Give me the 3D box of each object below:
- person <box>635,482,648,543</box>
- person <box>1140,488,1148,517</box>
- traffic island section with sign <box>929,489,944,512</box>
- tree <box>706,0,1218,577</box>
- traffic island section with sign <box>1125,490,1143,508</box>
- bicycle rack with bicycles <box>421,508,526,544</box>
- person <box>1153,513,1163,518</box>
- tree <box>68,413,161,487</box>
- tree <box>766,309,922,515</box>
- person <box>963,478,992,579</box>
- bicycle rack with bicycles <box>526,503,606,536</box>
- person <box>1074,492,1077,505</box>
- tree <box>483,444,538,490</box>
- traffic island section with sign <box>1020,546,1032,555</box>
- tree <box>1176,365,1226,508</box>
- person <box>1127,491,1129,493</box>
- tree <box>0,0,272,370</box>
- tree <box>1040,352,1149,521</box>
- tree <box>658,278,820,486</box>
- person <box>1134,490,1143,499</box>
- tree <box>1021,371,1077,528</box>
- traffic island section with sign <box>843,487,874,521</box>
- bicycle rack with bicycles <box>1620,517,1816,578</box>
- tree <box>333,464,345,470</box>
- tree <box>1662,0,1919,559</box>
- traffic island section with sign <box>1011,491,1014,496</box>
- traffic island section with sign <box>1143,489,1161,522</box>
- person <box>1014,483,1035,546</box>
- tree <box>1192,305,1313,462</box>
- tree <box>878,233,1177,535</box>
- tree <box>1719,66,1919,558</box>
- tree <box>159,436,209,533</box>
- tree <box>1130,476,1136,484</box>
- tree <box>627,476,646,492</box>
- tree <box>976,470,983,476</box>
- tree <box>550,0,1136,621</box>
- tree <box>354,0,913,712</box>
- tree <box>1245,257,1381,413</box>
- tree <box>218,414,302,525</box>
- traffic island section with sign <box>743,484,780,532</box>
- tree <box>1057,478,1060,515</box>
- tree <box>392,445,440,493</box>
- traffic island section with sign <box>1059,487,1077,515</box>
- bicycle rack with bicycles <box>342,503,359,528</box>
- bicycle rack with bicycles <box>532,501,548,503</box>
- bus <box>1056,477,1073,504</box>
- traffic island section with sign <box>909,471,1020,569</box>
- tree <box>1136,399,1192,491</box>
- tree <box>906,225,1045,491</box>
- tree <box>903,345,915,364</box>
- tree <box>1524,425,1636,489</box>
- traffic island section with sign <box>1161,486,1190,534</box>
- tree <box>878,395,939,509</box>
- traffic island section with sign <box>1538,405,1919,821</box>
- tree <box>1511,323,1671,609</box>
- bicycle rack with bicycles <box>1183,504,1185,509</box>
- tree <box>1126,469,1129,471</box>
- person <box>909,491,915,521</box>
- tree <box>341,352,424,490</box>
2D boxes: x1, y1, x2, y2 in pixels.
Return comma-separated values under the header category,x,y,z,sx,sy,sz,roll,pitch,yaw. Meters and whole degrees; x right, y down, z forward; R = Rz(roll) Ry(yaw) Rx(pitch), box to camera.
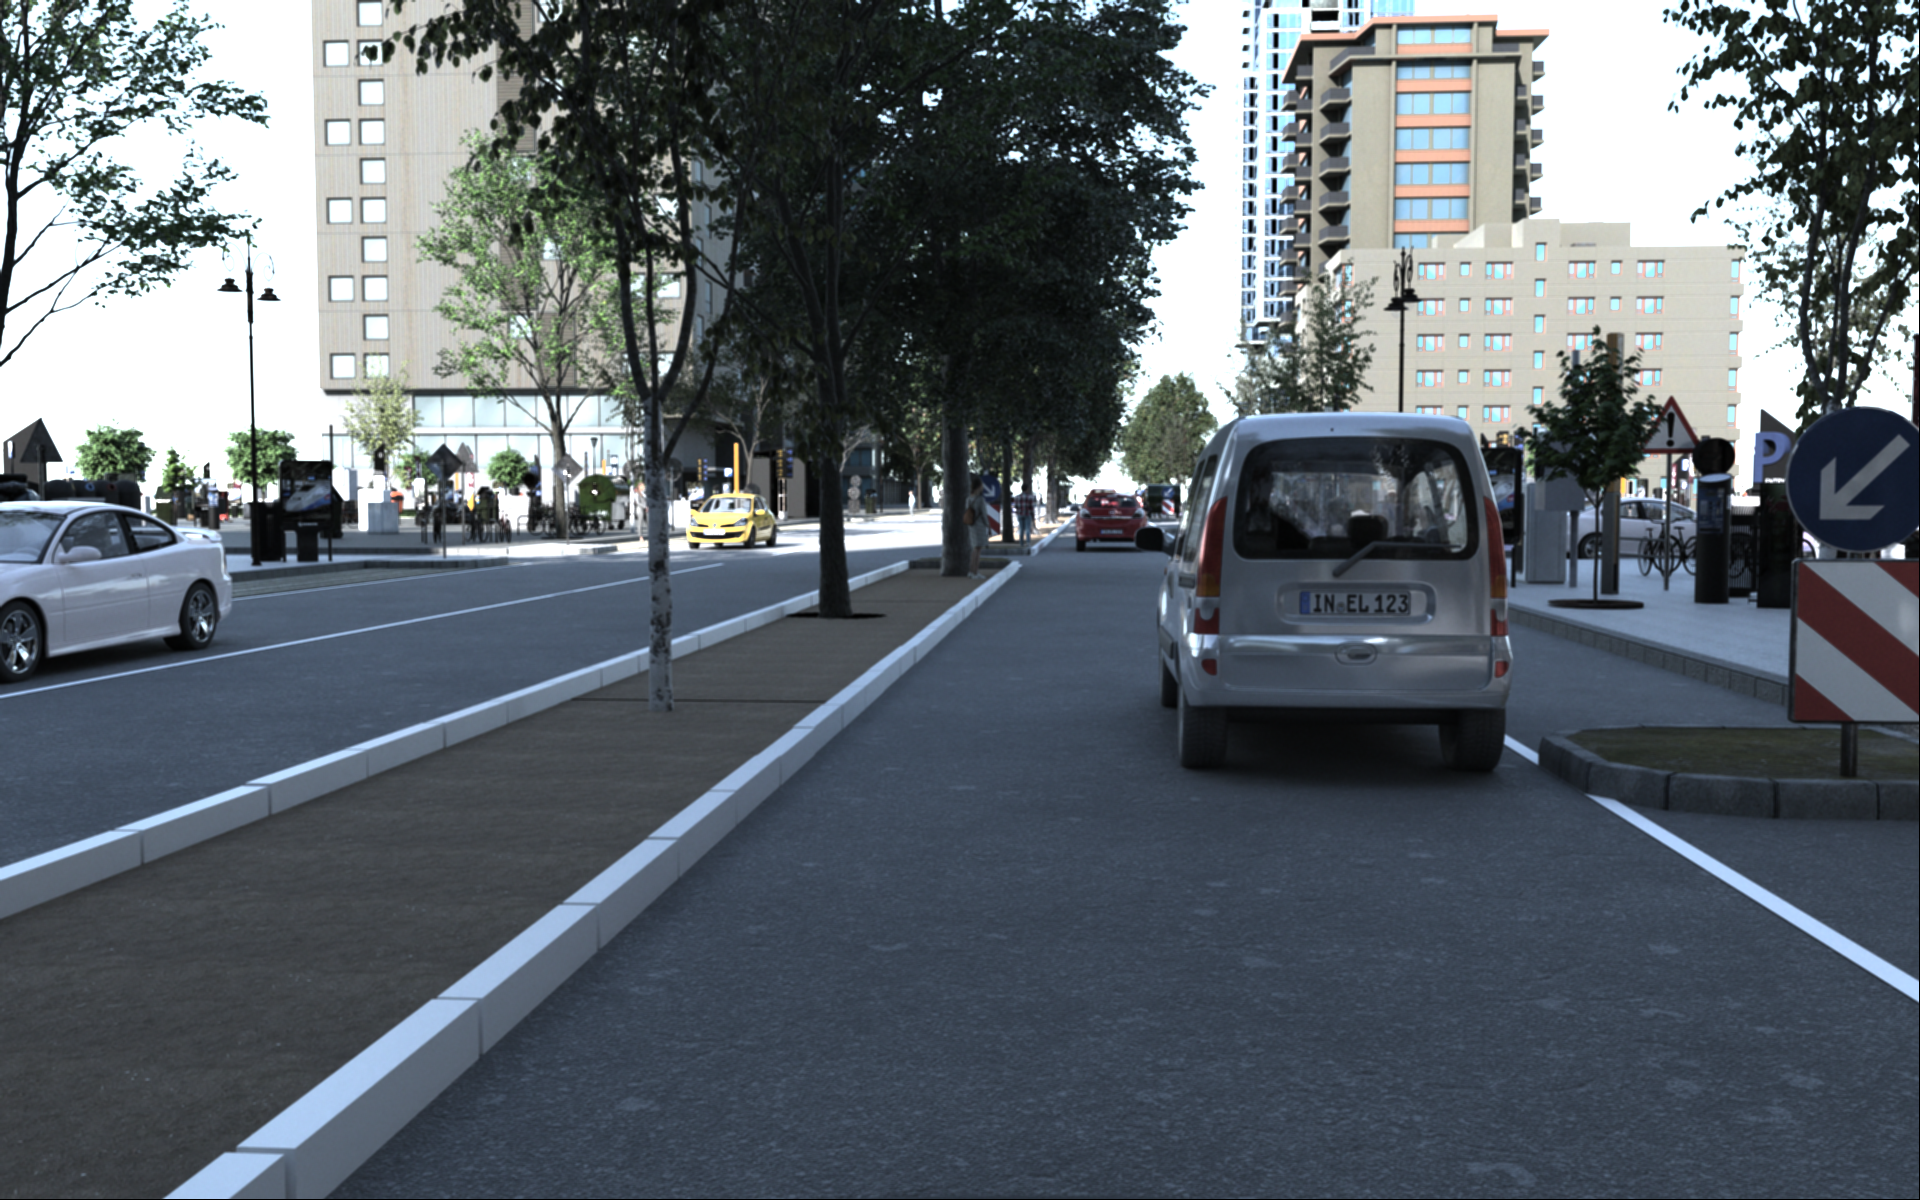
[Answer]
category,x,y,z,sx,sy,sz,roll,pitch,yaw
person,-9.233,-2.579,50.933,0.573,1.790,0.520,1,4,13
person,11.755,-6.238,110.401,0.836,1.842,0.656,2,4,25
traffic island section with sign,-1.451,-8.168,142.177,1.989,1.847,2.006,0,4,5
tree,-0.013,-7.371,29.621,9.857,13.997,8.962,0,3,0
traffic island section with sign,17.048,-9.702,167.249,1.989,1.847,2.006,0,4,5
bicycle rack with bicycles,-13.139,-1.986,45.856,2.852,0.926,2.925,-1,4,-19
person,11.910,-5.937,104.938,0.474,1.900,0.648,-3,5,-45
tree,-34.447,-5.311,70.554,4.285,4.588,4.351,0,3,0
tree,-7.412,-12.054,107.446,12.009,13.543,11.850,0,3,0
person,0.283,-1.200,29.120,0.522,1.701,0.512,-3,5,-44
bicycle rack with bicycles,-12.331,-2.488,54.063,2.852,0.926,2.925,3,5,45
person,14.712,-12.825,219.655,0.593,1.643,0.415,1,4,21
tree,-28.966,-7.789,111.061,4.285,4.588,4.351,0,3,0
traffic island section with sign,0.697,-2.028,41.288,2.006,1.907,1.989,0,4,5
tree,19.475,-14.512,154.286,9.611,12.733,9.660,0,3,0
person,10.956,-6.288,113.117,0.589,1.601,0.330,-3,4,-36
tree,-13.405,-5.970,23.366,9.928,11.665,9.643,0,3,0
tree,4.888,-11.014,92.901,12.009,13.543,11.850,0,3,0
tree,-9.356,-8.637,75.628,8.767,10.594,7.601,0,4,-4
person,12.257,-6.837,121.005,1.217,1.743,0.721,0,4,-2
tree,3.343,-7.363,73.209,4.360,8.622,3.978,0,3,0
traffic island section with sign,-5.605,-5.072,91.550,1.989,1.847,2.006,0,4,5
bicycle rack with bicycles,11.379,-0.822,26.828,2.852,0.926,2.925,0,4,-5
tree,-36.863,-6.571,102.043,1.663,3.219,1.824,0,3,0
tree,7.531,-3.912,14.325,4.737,8.622,4.395,0,3,0
traffic island section with sign,7.538,-14.845,251.339,1.989,1.847,2.006,0,4,5
traffic island section with sign,10.765,-5.027,90.826,1.989,1.847,2.006,0,4,5
person,1.703,-2.237,45.909,0.563,1.720,0.643,1,4,15
tree,11.761,-7.215,68.325,4.360,8.622,3.978,0,3,0
tree,2.355,-8.604,60.132,9.611,12.733,9.660,0,3,0
tree,15.467,-4.901,30.491,4.360,8.622,3.978,0,3,0
tree,-26.249,-3.866,57.815,1.663,3.219,1.824,0,3,0
tree,20.964,-14.497,187.392,4.360,8.622,3.978,0,3,0
tree,-21.007,-7.206,112.415,1.663,3.219,1.824,0,3,0
tree,2.012,-14.300,217.518,4.285,4.588,4.351,0,3,0
tree,-1.547,-5.602,19.811,9.928,11.665,9.643,0,3,0
tree,-1.971,-3.552,10.900,4.360,8.622,3.978,0,3,0
tree,11.294,-6.361,54.370,4.737,8.622,4.395,0,3,0
tree,-28.792,-5.356,71.285,4.285,4.588,4.351,0,3,0
traffic island section with sign,-7.812,-3.429,64.685,1.989,1.847,2.006,0,4,5
tree,6.327,-10.782,113.158,8.767,10.594,7.601,0,4,5
tree,-36.379,-8.111,116.327,4.285,4.588,4.351,0,3,0
traffic island section with sign,6.845,-6.608,116.175,2.006,1.907,1.989,0,4,5
bicycle rack with bicycles,-23.140,-3.164,65.107,2.925,0.926,2.852,-3,4,-39
bicycle rack with bicycles,-16.170,-3.425,69.381,2.852,0.926,2.925,-1,4,-10
bus,14.441,-15.450,244.160,2.896,3.916,12.252,0,4,7
traffic island section with sign,0.081,-1.576,33.906,2.006,1.907,1.989,0,4,5
tree,16.583,-11.207,133.589,4.360,8.622,3.978,0,3,0
tree,0.593,-5.520,43.074,4.737,8.622,4.395,0,3,0
tree,0.369,-19.629,176.823,12.611,20.169,13.585,0,3,0
tree,24.475,-5.285,70.122,4.285,4.588,4.351,0,3,0
traffic island section with sign,8.497,-3.349,63.387,1.989,1.847,2.006,0,4,5
tree,-3.296,-13.090,148.431,8.767,10.594,7.601,1,4,16
traffic island section with sign,4.000,0.004,8.557,1.989,1.847,2.006,0,4,5
tree,7.130,-1.537,19.736,1.663,3.219,1.824,0,3,0
bicycle rack with bicycles,15.925,-6.059,112.439,2.852,0.926,2.925,3,5,41
tree,27.837,-19.586,270.599,4.360,8.622,3.978,0,3,0
person,-2.618,-5.100,93.692,0.330,1.601,0.589,0,4,1
tree,-29.306,-8.454,88.582,4.737,8.622,4.395,0,3,0
